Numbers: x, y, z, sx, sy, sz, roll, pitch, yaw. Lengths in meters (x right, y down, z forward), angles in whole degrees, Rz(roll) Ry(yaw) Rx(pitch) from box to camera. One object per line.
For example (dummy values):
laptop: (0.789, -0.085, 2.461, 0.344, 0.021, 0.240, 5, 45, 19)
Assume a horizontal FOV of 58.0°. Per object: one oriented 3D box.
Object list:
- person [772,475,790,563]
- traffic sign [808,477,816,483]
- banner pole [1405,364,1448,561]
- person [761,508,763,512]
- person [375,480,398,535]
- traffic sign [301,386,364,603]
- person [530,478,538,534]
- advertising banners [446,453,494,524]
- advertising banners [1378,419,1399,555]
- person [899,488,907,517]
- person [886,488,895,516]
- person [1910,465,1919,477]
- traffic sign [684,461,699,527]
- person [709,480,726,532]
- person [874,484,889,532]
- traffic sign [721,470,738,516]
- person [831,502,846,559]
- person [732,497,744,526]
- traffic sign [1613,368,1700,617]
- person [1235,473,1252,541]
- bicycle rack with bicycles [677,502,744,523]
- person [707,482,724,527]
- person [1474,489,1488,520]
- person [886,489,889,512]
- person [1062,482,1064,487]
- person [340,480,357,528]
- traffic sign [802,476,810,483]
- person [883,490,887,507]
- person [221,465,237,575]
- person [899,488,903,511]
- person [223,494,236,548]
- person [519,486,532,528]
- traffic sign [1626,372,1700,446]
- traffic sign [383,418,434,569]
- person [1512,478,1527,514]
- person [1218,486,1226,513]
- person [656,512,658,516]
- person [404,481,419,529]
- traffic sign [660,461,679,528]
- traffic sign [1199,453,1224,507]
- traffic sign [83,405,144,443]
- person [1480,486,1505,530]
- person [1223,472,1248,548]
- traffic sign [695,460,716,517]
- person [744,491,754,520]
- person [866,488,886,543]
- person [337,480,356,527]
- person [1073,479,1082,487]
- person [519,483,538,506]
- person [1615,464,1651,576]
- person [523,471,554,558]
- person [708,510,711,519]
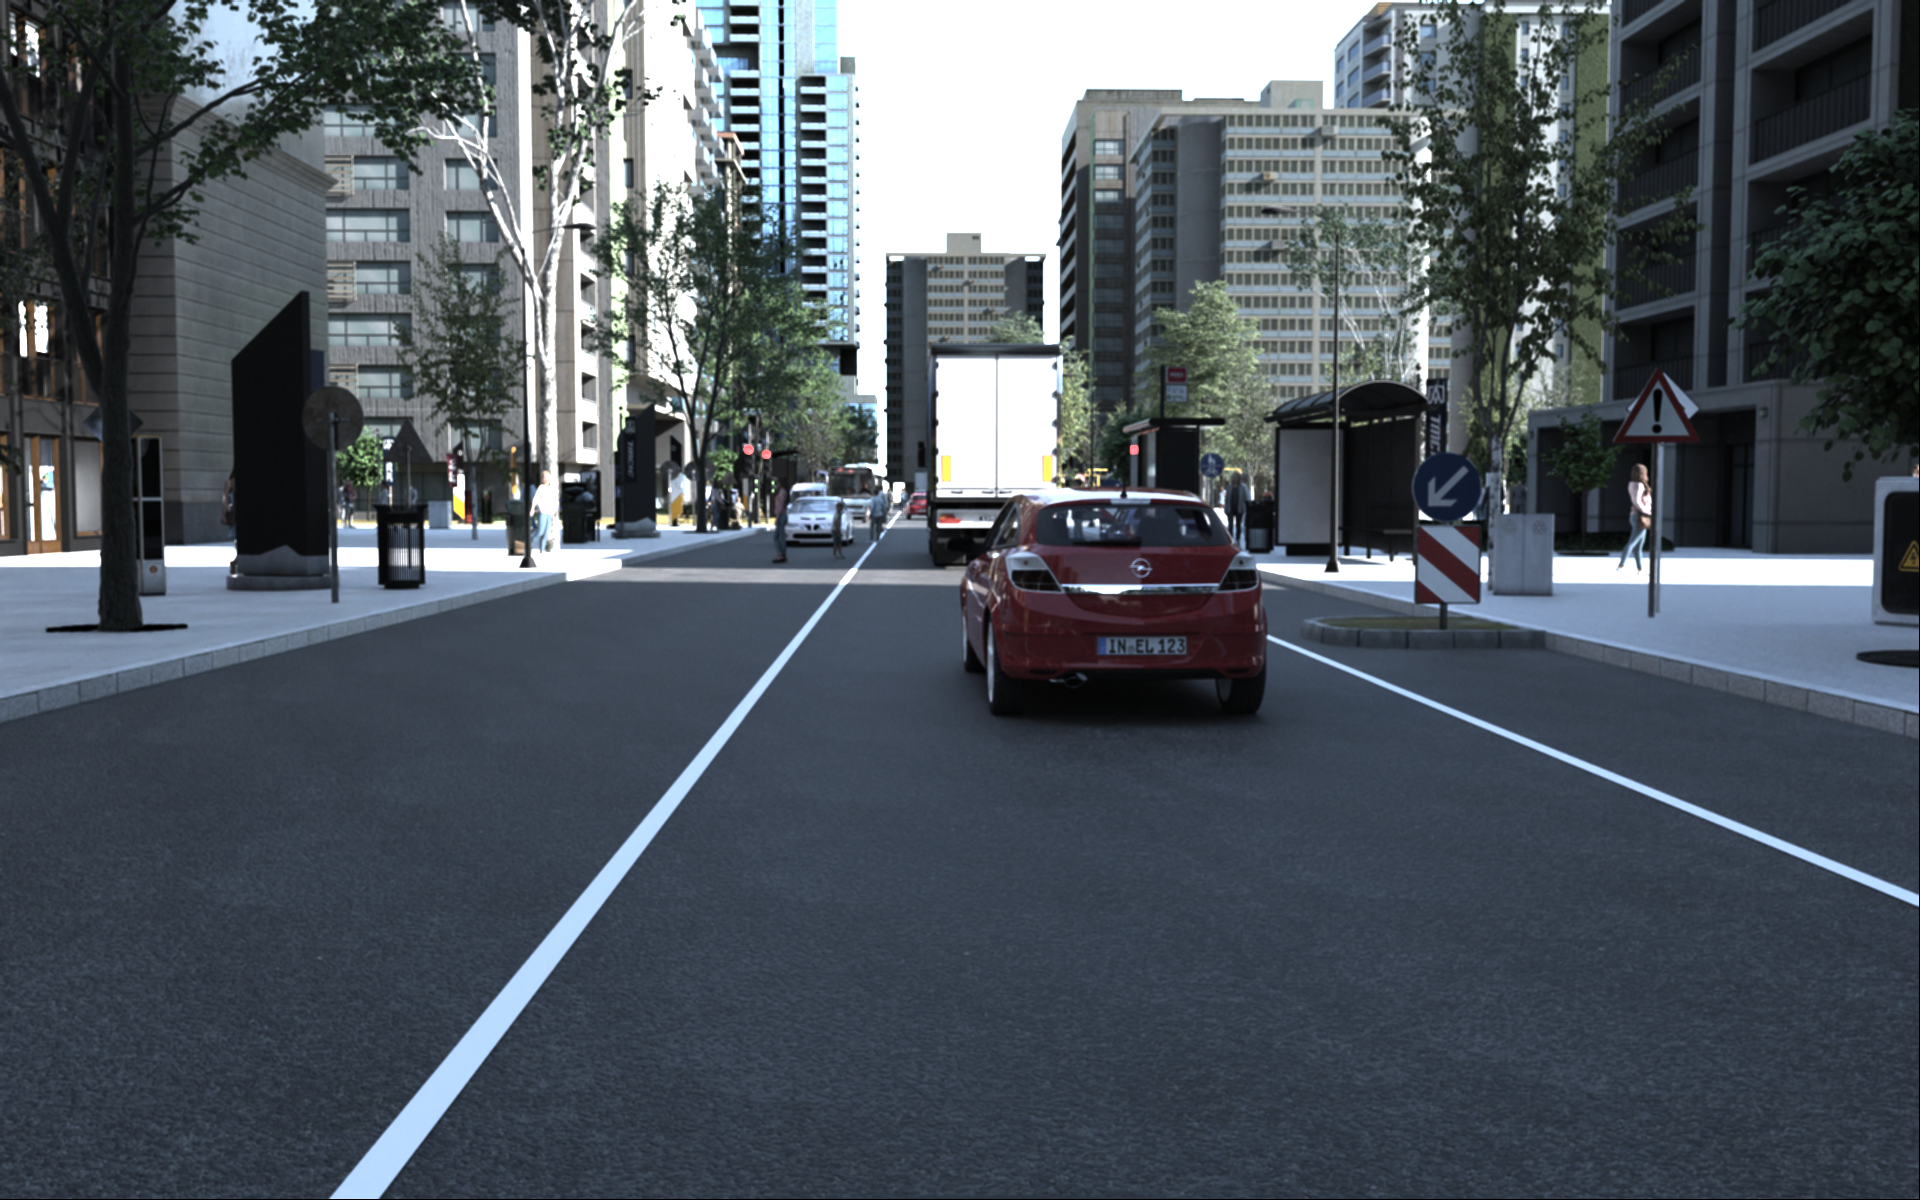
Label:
person: (-3.734, -1.692, 36.180, 0.388, 1.821, 0.555, 0, 4, -3)
traffic sign: (-10.905, -7.740, 126.651, 0.768, 2.556, 0.104, 0, 4, 3)
banner pole: (8.951, -2.638, 33.142, 0.401, 3.779, 0.863, -3, 5, -43)
person: (-13.851, -7.036, 121.256, 0.473, 1.802, 0.592, 0, 4, -3)
person: (-18.185, -2.937, 54.814, 0.466, 1.731, 0.760, 3, 4, 36)
traffic sign: (-7.379, -1.240, 20.376, 0.768, 2.556, 0.104, 0, 4, 6)
person: (-13.875, -3.054, 56.235, 0.793, 1.790, 0.793, -3, 5, -41)
advertising banners: (-21.107, -4.795, 74.578, 2.074, 3.025, 0.090, 0, 4, 5)
advertising banners: (9.260, -2.526, 37.493, 0.090, 3.025, 2.074, 0, 4, 2)
person: (-3.523, -6.194, 109.788, 0.654, 1.822, 0.581, -3, 5, -39)
person: (-4.595, -6.455, 114.137, 0.679, 1.850, 0.850, 2, 4, 23)
person: (17.073, -1.493, 30.642, 0.592, 1.802, 0.473, 2, 4, 26)
traffic sign: (-10.313, -4.097, 67.100, 0.768, 2.556, 0.104, 0, 4, 8)
person: (-8.222, -3.157, 58.255, 0.643, 1.750, 0.593, -3, 4, -36)
person: (-2.963, -3.417, 64.592, 0.478, 1.798, 0.641, 3, 5, 45)
traffic sign: (-12.151, -5.578, 91.210, 0.884, 2.594, 0.081, 0, 4, -1)
person: (-2.699, -1.548, 38.492, 0.332, 1.250, 0.352, -3, 5, -41)
person: (-9.185, -3.601, 71.648, 0.475, 1.303, 0.640, -2, 4, -25)
traffic sign: (7.198, -1.098, 17.959, 0.884, 2.594, 0.081, 0, 4, 2)
person: (7.511, -2.457, 46.092, 0.818, 1.842, 0.514, -3, 5, -43)
bicycle rack with bicycles: (-11.000, -3.962, 78.161, 2.925, 0.926, 2.852, 2, 4, 33)
person: (-9.426, -3.676, 66.538, 0.661, 1.777, 0.834, 1, 4, 18)
person: (18.186, -3.278, 60.307, 0.731, 1.740, 0.598, 0, 4, 6)
person: (-5.199, -7.163, 125.627, 0.555, 1.821, 0.388, -1, 4, -14)
person: (3.091, -2.734, 53.469, 0.678, 1.792, 0.850, 2, 4, 26)
person: (-22.982, -3.613, 65.093, 0.573, 1.828, 0.580, -1, 4, -12)
traffic sign: (-10.947, -7.554, 123.509, 0.884, 2.594, 0.081, 0, 4, 3)
person: (-4.968, -6.221, 110.967, 0.760, 1.731, 0.466, -1, 4, -16)
person: (-11.177, -1.264, 26.803, 0.778, 1.811, 0.616, 3, 4, 39)
person: (-4.874, -8.368, 144.684, 0.474, 1.900, 0.648, 0, 4, -6)
person: (-17.056, -2.093, 40.932, 0.731, 1.740, 0.598, -1, 4, -13)
person: (-14.896, -3.299, 59.836, 0.661, 1.843, 0.795, -3, 5, -43)
traffic sign: (7.572, -1.157, 18.658, 0.795, 2.593, 0.064, 0, 4, 1)
traffic sign: (-9.423, -1.810, 29.590, 0.884, 2.594, 0.081, 0, 4, 1)
person: (19.915, -3.408, 61.576, 0.447, 1.846, 0.655, -3, 4, -36)
person: (17.617, -6.728, 116.143, 0.778, 1.811, 0.616, -1, 4, -9)
person: (-17.744, -5.717, 99.791, 0.573, 1.790, 0.520, 2, 4, 31)
person: (-20.429, -3.555, 64.435, 0.678, 1.792, 0.850, 2, 4, 28)
traffic sign: (-11.060, -4.027, 65.941, 0.768, 2.556, 0.104, 0, 4, 6)
traffic sign: (7.799, -3.282, 53.766, 0.768, 2.556, 0.104, 0, 4, 2)
traffic sign: (-10.917, -1.383, 22.353, 0.795, 2.593, 0.064, 0, 4, 2)
person: (13.028, -2.193, 42.317, 0.576, 1.772, 0.534, 0, 4, 6)
person: (6.590, -2.124, 40.954, 0.709, 1.800, 0.728, 1, 4, 13)
traffic sign: (-9.434, -3.917, 64.148, 0.768, 2.556, 0.104, 0, 4, 6)
person: (-10.255, -4.867, 85.464, 0.795, 1.843, 0.661, 0, 4, -5)
person: (-2.456, -2.472, 50.731, 0.589, 1.601, 0.330, -3, 4, -36)
person: (-23.734, -3.716, 66.905, 0.635, 1.810, 0.391, 0, 4, 3)
person: (2.790, -2.035, 41.966, 0.583, 1.804, 0.606, -1, 4, -20)
person: (-16.528, -3.659, 66.547, 0.598, 1.740, 0.731, 3, 4, 39)
person: (10.612, -1.260, 27.228, 0.643, 1.750, 0.593, 0, 4, 7)
person: (-8.452, -1.703, 34.566, 0.598, 1.740, 0.731, 0, 4, 2)
person: (-12.371, -4.813, 85.005, 0.678, 1.792, 0.850, 0, 4, -7)
